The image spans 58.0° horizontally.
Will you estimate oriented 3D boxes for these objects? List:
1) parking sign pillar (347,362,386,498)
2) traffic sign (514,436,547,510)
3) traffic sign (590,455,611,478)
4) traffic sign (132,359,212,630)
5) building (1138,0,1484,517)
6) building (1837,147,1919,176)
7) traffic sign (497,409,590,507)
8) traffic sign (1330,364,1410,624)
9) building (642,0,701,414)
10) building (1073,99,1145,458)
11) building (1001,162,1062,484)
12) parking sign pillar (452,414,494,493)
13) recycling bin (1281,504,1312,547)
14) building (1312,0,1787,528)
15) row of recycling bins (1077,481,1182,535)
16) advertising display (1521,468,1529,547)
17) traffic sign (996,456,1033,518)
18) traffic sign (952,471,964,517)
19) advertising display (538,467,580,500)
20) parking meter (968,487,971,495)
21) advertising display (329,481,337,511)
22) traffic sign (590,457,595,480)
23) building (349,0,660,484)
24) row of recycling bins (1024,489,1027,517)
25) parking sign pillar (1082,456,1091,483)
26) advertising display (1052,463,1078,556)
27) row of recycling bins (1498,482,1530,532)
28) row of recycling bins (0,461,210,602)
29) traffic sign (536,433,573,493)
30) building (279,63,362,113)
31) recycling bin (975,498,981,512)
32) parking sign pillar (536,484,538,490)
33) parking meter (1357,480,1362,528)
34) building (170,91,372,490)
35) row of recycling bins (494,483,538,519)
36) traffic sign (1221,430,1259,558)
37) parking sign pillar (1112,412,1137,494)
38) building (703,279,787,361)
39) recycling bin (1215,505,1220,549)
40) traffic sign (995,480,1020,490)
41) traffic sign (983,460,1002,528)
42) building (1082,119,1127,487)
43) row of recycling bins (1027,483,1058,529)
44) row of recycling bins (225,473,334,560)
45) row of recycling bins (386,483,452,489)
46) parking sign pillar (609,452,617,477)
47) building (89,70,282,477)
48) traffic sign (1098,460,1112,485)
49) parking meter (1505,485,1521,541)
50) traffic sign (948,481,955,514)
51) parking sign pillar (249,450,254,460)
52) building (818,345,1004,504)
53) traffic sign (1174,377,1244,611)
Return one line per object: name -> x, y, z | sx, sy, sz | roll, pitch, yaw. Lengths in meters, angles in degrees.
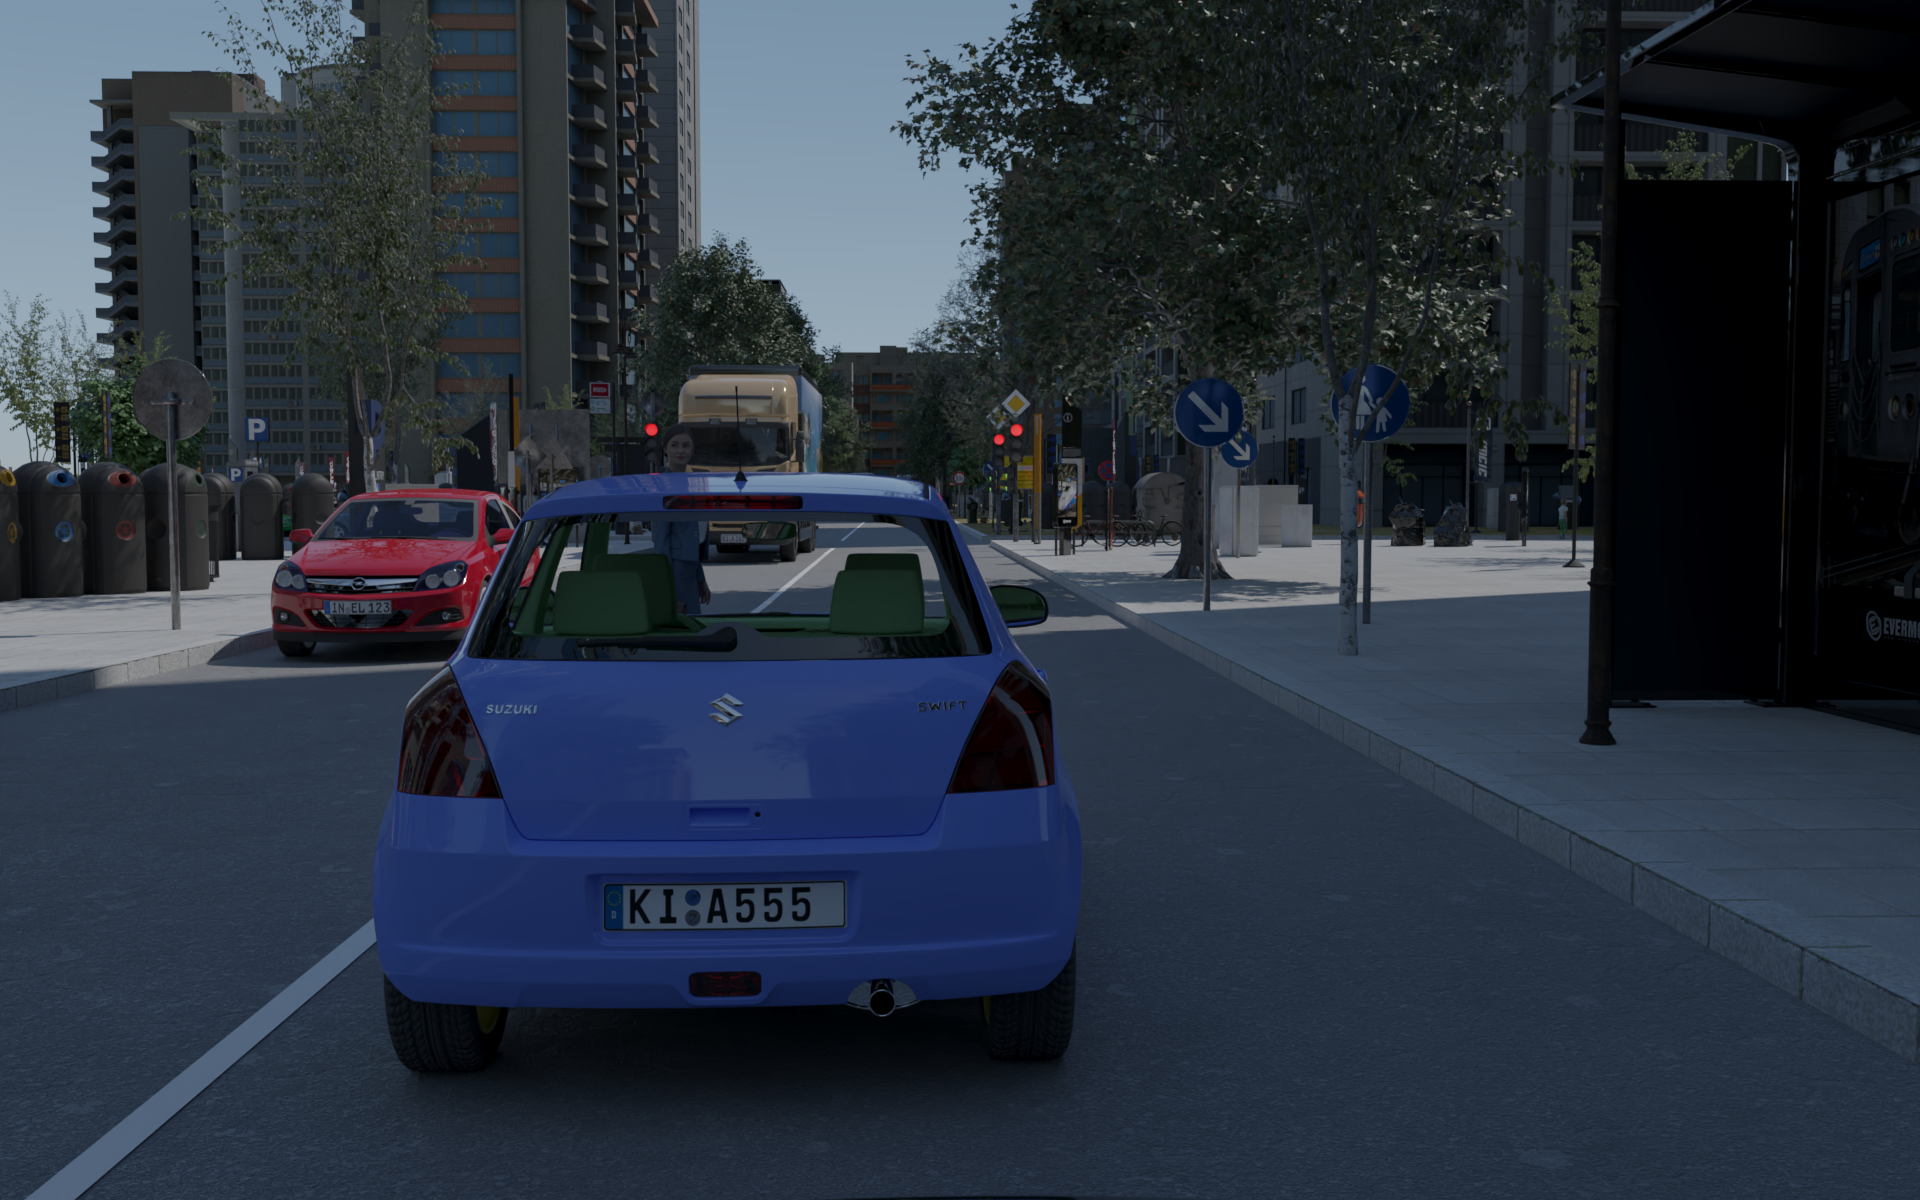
parking sign pillar -> -12.335, -2.910, 36.044 | 1.447, 3.967, 1.447 | 0, 4, -4
traffic sign -> -8.616, -2.040, 34.541 | 0.795, 2.450, 0.064 | 0, 4, 4
traffic sign -> -11.805, -3.464, 56.742 | 0.768, 2.556, 0.104 | 0, 4, 3
traffic sign -> -7.416, -0.991, 16.314 | 0.768, 2.556, 0.104 | 0, 4, 3
building -> 22.151, -41.616, 118.678 | 20.563, 71.187, 20.611 | 0, 4, -2
building -> 57.624, -32.843, 78.984 | 28.212, 58.520, 21.231 | 0, 4, -2
traffic sign -> -10.017, -2.924, 41.683 | 2.265, 3.308, 0.079 | 0, 4, 5
traffic sign -> 4.022, -1.037, 17.060 | 0.768, 2.556, 0.104 | 0, 4, 7
building -> -38.100, -45.316, 179.160 | 20.611, 71.187, 20.563 | 0, 4, -2
building -> 18.343, -30.663, 184.937 | 14.154, 41.232, 14.086 | 0, 4, -2
building -> 12.701, -35.689, 233.617 | 14.200, 45.320, 14.600 | 0, 4, -2
parking sign pillar -> -15.993, -4.184, 56.874 | 1.447, 3.967, 1.447 | -3, 5, -41
recycling bin -> 8.185, -1.806, 42.082 | 0.722, 1.027, 0.722 | 1, 4, 11
building -> 25.329, -38.931, 74.771 | 20.611, 71.187, 20.563 | 0, 4, -2
row of recycling bins -> 5.470, -2.943, 55.231 | 3.534, 1.692, 1.069 | -1, 4, -20
advertising display -> 13.920, -2.291, 42.669 | 0.123, 1.923, 0.974 | 1, 4, 20
traffic sign -> 3.021, -5.983, 91.693 | 2.265, 3.308, 0.079 | 0, 4, 3
traffic sign -> -0.037, -5.915, 96.818 | 0.768, 2.556, 0.104 | 0, 4, 6
advertising display -> -9.556, -2.206, 41.283 | 0.974, 1.923, 0.123 | -2, 4, -26
parking meter -> 0.654, -6.135, 106.010 | 0.255, 1.863, 0.399 | 0, 4, -7
advertising display -> -31.873, -5.039, 87.605 | 0.123, 1.923, 0.974 | 1, 4, 20
traffic sign -> -12.765, -3.653, 59.837 | 0.768, 2.556, 0.104 | 0, 4, 5
building -> -36.759, -29.815, 142.093 | 22.147, 44.769, 28.867 | 0, 4, -2
row of recycling bins -> 4.310, -5.463, 96.431 | 1.069, 1.692, 3.534 | -1, 4, -22
parking sign pillar -> 7.110, -6.836, 100.244 | 1.447, 3.967, 1.447 | 2, 4, 28
advertising display -> 2.200, -1.896, 36.205 | 0.123, 1.923, 0.974 | 2, 4, 29
row of recycling bins -> 18.995, -3.203, 59.481 | 1.069, 1.692, 3.534 | 1, 4, 17
row of recycling bins -> -11.191, -0.907, 21.949 | 1.069, 1.692, 3.534 | 2, 4, 28
traffic sign -> -8.645, -2.245, 36.702 | 0.884, 2.594, 0.081 | 0, 4, 0
building -> -75.660, -42.366, 234.689 | 28.212, 58.520, 21.231 | 0, 4, -2
recycling bin -> 1.113, -7.022, 127.363 | 0.722, 1.027, 0.722 | 1, 4, 13
parking sign pillar -> -26.144, -7.216, 106.453 | 1.447, 3.967, 1.447 | -3, 5, -45
parking meter -> 14.761, -3.605, 64.657 | 0.399, 1.863, 0.255 | 3, 4, 37
building -> -60.166, -29.433, 173.110 | 23.993, 40.220, 32.217 | 0, 4, -2
row of recycling bins -> -15.551, -3.278, 60.716 | 3.534, 1.692, 1.069 | 1, 4, 13
traffic sign -> 5.555, -2.107, 34.554 | 0.768, 2.556, 0.104 | 0, 3, 0
parking sign pillar -> 5.450, -4.224, 57.529 | 1.447, 3.967, 1.447 | -1, 4, -13
building -> -30.384, -28.208, 232.908 | 14.107, 30.474, 14.160 | 0, 4, -2
recycling bin -> 6.256, -1.728, 40.802 | 0.722, 1.027, 0.722 | 2, 4, 33
traffic sign -> 2.946, -7.325, 113.629 | 2.265, 3.308, 0.079 | 0, 4, 2
traffic sign -> 1.234, -3.943, 64.580 | 0.768, 2.556, 0.104 | 0, 4, 0
building -> 23.001, -51.898, 161.206 | 22.319, 86.520, 31.000 | 0, 4, -2
row of recycling bins -> 4.371, -3.432, 63.230 | 3.534, 1.692, 1.069 | 2, 4, 29
row of recycling bins -> -14.099, -1.639, 33.918 | 3.534, 1.692, 1.069 | -1, 4, -12
row of recycling bins -> -19.857, -3.429, 63.180 | 3.534, 1.692, 1.069 | 1, 4, 22
parking sign pillar -> -20.418, -6.949, 102.093 | 1.447, 3.967, 1.447 | -3, 5, -41
building -> -79.981, -32.467, 180.947 | 14.200, 45.320, 14.600 | 0, 4, -2
traffic sign -> 5.597, -3.995, 65.425 | 0.768, 2.556, 0.104 | 0, 4, 0
parking meter -> 15.217, -2.400, 47.650 | 0.372, 1.533, 0.369 | 0, 3, 0
traffic sign -> -0.326, -6.725, 109.964 | 0.884, 2.594, 0.081 | 0, 4, 6
parking sign pillar -> -42.732, -7.072, 104.093 | 1.447, 3.967, 1.447 | -1, 4, -11
building -> -9.111, -24.236, 241.301 | 28.899, 21.520, 27.650 | 0, 4, -2
traffic sign -> 2.719, -1.156, 19.000 | 0.768, 2.556, 0.104 | 0, 4, 1
